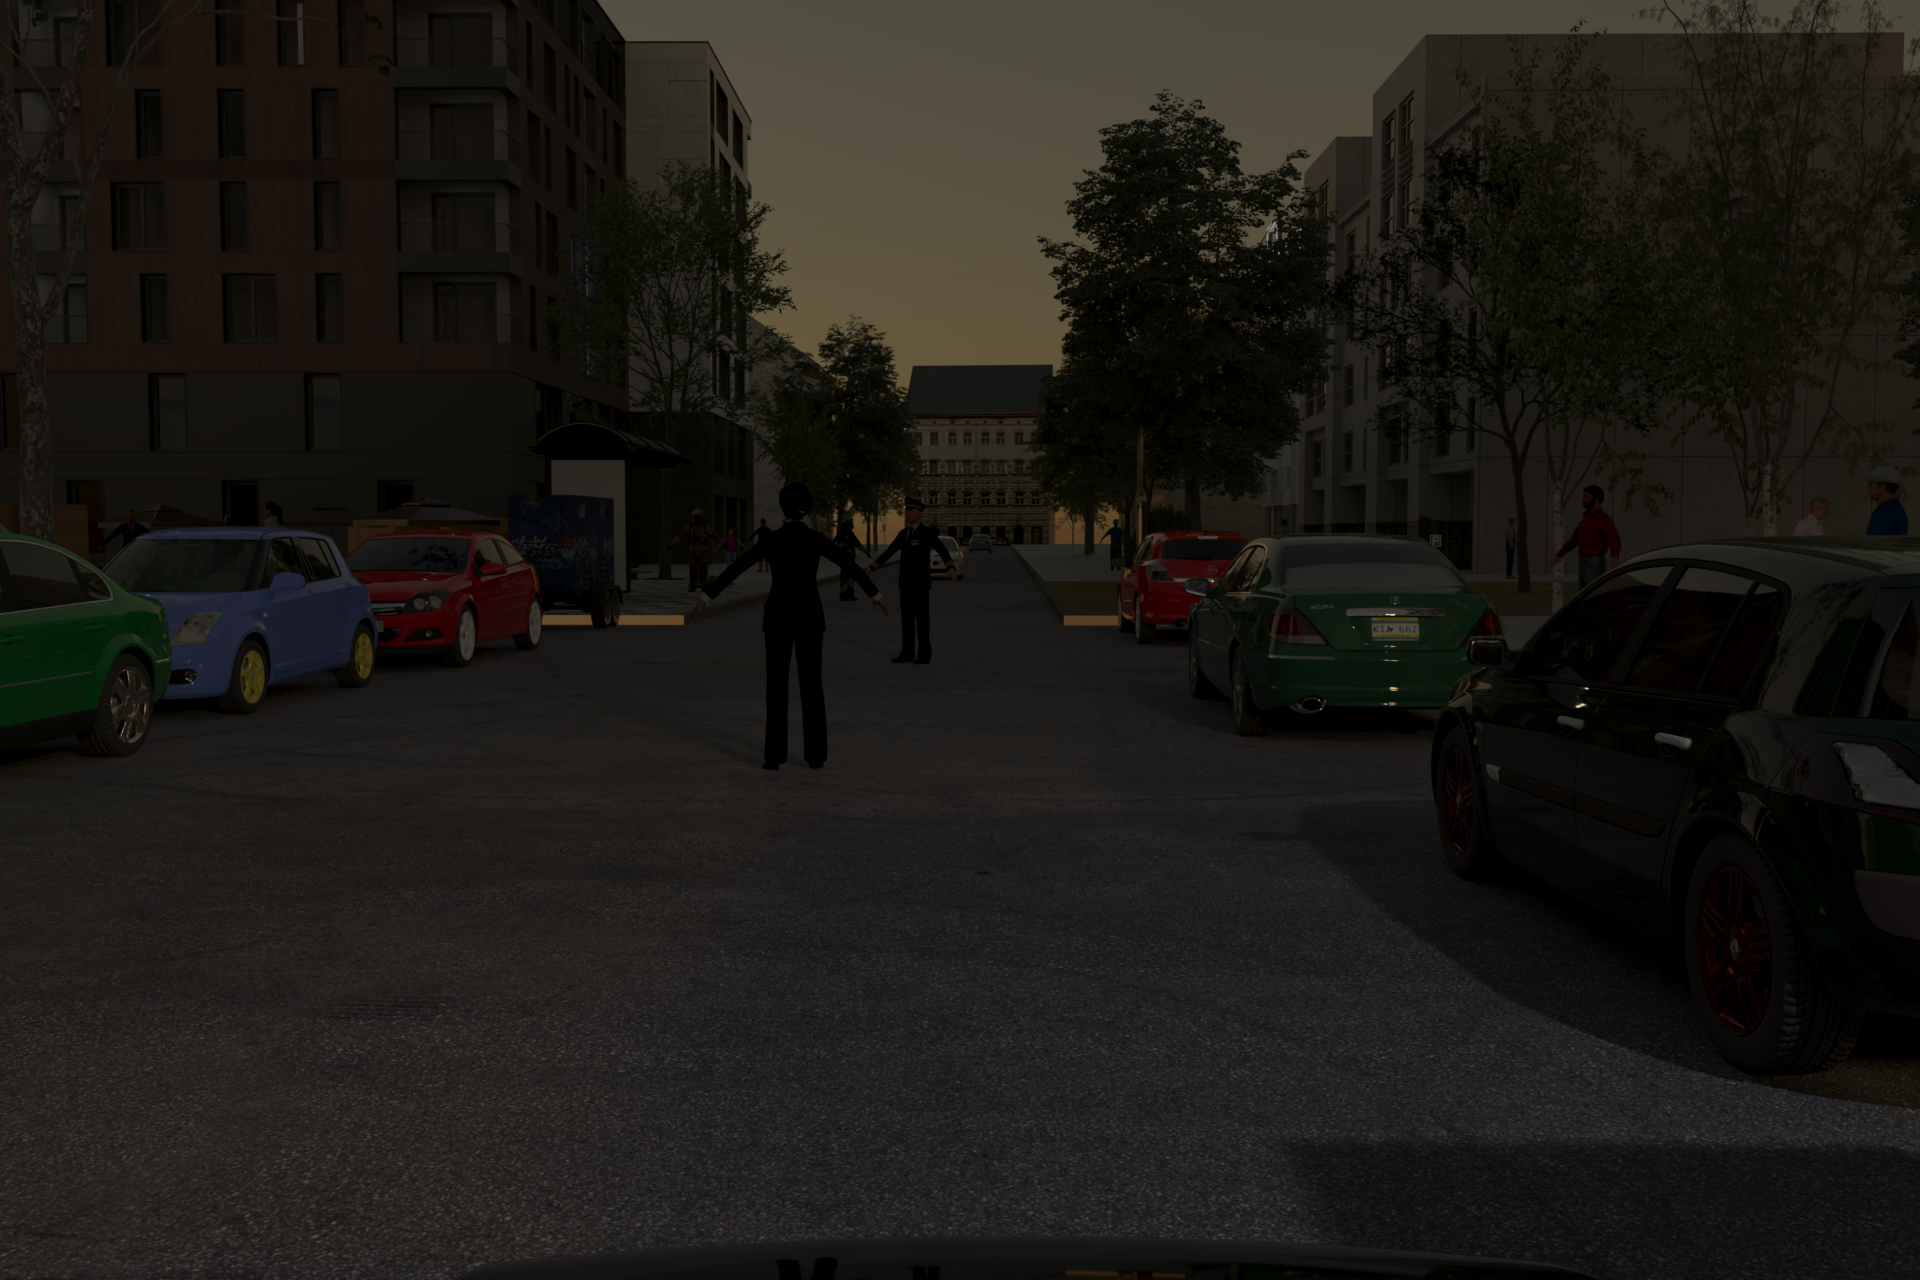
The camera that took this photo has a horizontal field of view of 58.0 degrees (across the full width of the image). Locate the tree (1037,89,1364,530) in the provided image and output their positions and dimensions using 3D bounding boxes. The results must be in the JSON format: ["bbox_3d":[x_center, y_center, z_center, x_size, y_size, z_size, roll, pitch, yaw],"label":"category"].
[{"bbox_3d":[6.801,-8.770,50.041,9.857,13.997,8.962,0,3,0],"label":"tree"}]

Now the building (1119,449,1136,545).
[{"bbox_3d":[27.740,-22.123,192.638,19.493,23.208,18.063,0,4,1],"label":"building"}]

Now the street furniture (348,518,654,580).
[{"bbox_3d":[-13.085,-2.572,48.911,11.010,1.723,9.812,2,4,32],"label":"street furniture"}]

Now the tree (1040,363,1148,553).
[{"bbox_3d":[8.897,-11.974,113.905,7.486,12.596,7.792,0,3,0],"label":"tree"}]

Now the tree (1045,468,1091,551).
[{"bbox_3d":[8.655,-11.128,132.297,4.360,8.622,3.978,0,3,0],"label":"tree"}]

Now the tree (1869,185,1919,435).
[{"bbox_3d":[28.979,-8.421,44.342,9.857,13.997,8.962,0,3,0],"label":"tree"}]

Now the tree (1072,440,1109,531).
[{"bbox_3d":[9.157,-10.679,124.961,4.737,8.622,4.395,0,3,0],"label":"tree"}]

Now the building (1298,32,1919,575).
[{"bbox_3d":[24.960,-12.449,69.994,16.747,18.905,31.486,0,4,1],"label":"building"}]

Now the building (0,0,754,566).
[{"bbox_3d":[-24.381,-13.835,70.171,27.936,21.610,32.646,0,4,1],"label":"building"}]

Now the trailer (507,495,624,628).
[{"bbox_3d":[-6.075,-1.154,25.912,1.471,1.999,3.904,0,4,1],"label":"trailer"}]

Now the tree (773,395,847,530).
[{"bbox_3d":[-7.788,-8.628,91.432,4.737,8.622,4.395,0,3,0],"label":"tree"}]

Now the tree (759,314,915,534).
[{"bbox_3d":[-7.108,-11.967,102.309,9.857,13.997,8.962,0,3,0],"label":"tree"}]

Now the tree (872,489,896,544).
[{"bbox_3d":[-9.762,-16.441,219.173,4.737,8.622,4.395,0,3,0],"label":"tree"}]

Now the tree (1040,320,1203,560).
[{"bbox_3d":[7.578,-9.219,76.490,9.928,11.665,9.643,0,3,0],"label":"tree"}]

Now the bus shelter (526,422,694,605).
[{"bbox_3d":[-6.716,-2.449,33.968,2.014,3.302,5.546,0,4,2],"label":"bus shelter"}]

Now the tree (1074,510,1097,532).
[{"bbox_3d":[16.427,-16.349,217.673,4.360,8.622,3.978,0,3,0],"label":"tree"}]

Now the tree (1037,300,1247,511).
[{"bbox_3d":[6.780,-7.898,63.538,8.767,10.594,7.601,1,4,14],"label":"tree"}]

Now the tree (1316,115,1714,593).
[{"bbox_3d":[12.408,-6.342,38.105,8.767,10.594,7.601,0,4,-5],"label":"tree"}]

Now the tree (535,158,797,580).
[{"bbox_3d":[-8.140,-7.491,48.226,9.928,11.665,9.643,0,3,0],"label":"tree"}]

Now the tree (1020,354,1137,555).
[{"bbox_3d":[7.325,-11.381,104.212,7.486,12.596,7.792,0,3,0],"label":"tree"}]

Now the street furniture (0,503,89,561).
[{"bbox_3d":[-17.389,-1.227,26.909,9.812,1.723,11.010,1,4,13],"label":"street furniture"}]

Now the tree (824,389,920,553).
[{"bbox_3d":[-6.439,-11.822,119.038,9.928,11.665,9.643,0,3,0],"label":"tree"}]

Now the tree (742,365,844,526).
[{"bbox_3d":[-7.359,-7.701,76.267,4.737,8.622,4.395,0,3,0],"label":"tree"}]

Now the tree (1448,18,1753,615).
[{"bbox_3d":[8.939,-4.581,25.266,4.737,8.622,4.395,0,3,0],"label":"tree"}]

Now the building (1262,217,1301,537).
[{"bbox_3d":[23.592,-15.165,104.376,16.016,20.090,11.380,0,4,2],"label":"building"}]

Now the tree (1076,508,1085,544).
[{"bbox_3d":[16.422,-16.743,224.103,4.360,8.622,3.978,0,3,0],"label":"tree"}]

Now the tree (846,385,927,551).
[{"bbox_3d":[-6.009,-12.913,129.251,7.486,12.596,7.792,0,3,0],"label":"tree"}]

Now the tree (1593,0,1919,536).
[{"bbox_3d":[9.158,-4.223,19.406,4.360,8.622,3.978,0,3,0],"label":"tree"}]

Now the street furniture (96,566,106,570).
[{"bbox_3d":[-23.981,-1.561,41.154,5.734,0.657,10.072,1,4,19],"label":"street furniture"}]

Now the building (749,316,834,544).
[{"bbox_3d":[-22.081,-20.233,161.738,19.493,23.208,18.063,0,4,2],"label":"building"}]

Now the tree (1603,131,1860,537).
[{"bbox_3d":[13.925,-4.920,30.805,4.737,8.622,4.395,0,3,0],"label":"tree"}]

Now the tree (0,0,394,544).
[{"bbox_3d":[-11.018,-10.076,20.639,12.611,20.169,13.585,0,3,0],"label":"tree"}]

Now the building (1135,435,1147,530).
[{"bbox_3d":[27.186,-20.666,168.814,19.493,23.208,18.063,0,4,1],"label":"building"}]
